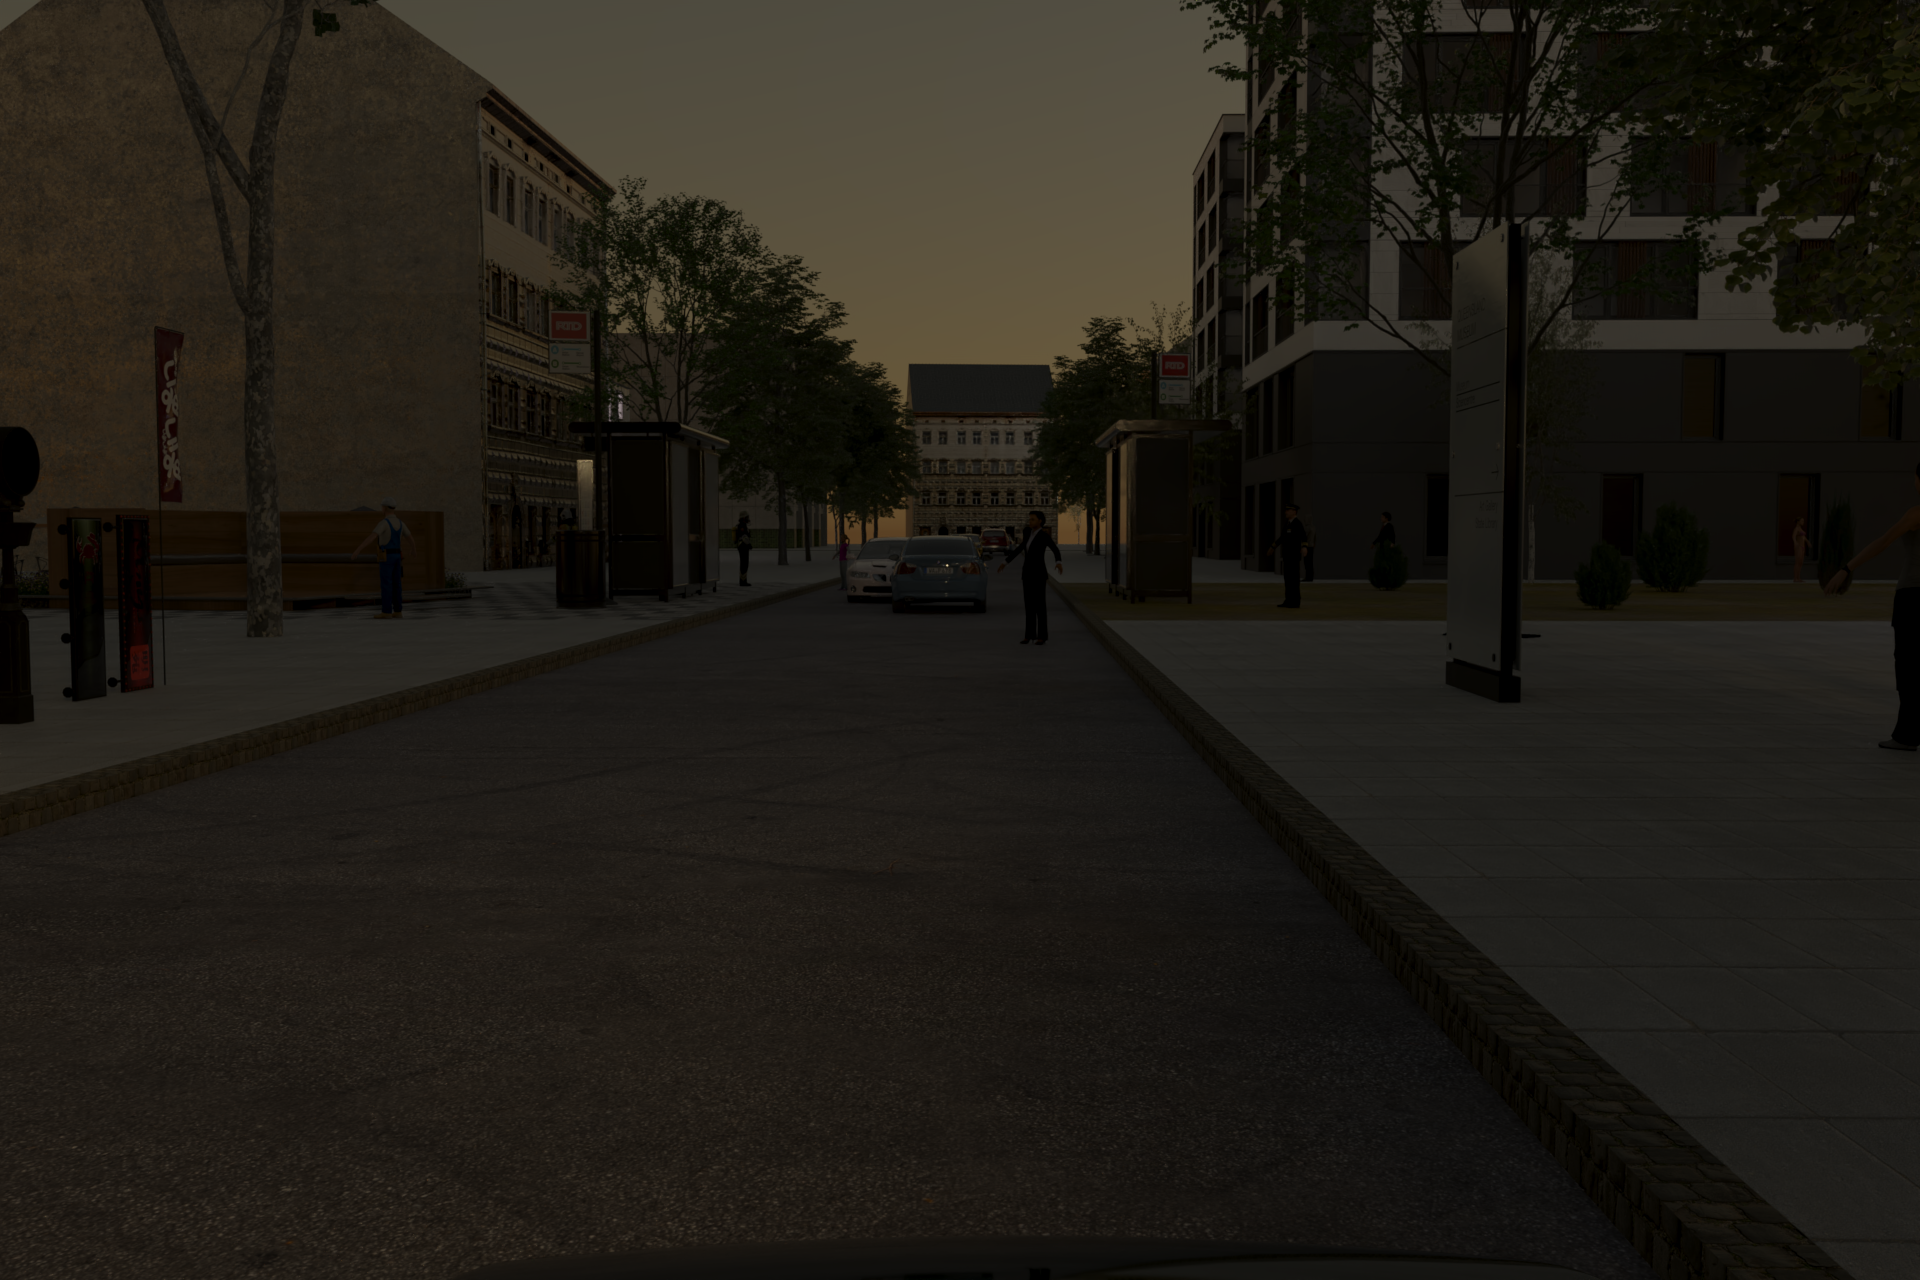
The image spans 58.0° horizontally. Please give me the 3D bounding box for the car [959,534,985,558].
[{"bbox_3d":[0.520,-5.733,103.965,2.015,1.641,3.980,0,4,1],"label":"car"}]

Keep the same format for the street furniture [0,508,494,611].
[{"bbox_3d":[-13.610,-1.634,33.564,11.010,1.723,9.812,1,4,13],"label":"street furniture"}]

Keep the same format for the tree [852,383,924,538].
[{"bbox_3d":[-6.359,-12.956,129.956,7.486,12.596,7.792,0,3,0],"label":"tree"}]

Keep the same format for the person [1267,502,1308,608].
[{"bbox_3d":[5.757,-1.483,30.184,0.705,1.837,1.347,-1,4,-17],"label":"person"}]

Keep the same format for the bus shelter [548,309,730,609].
[{"bbox_3d":[-6.230,-3.431,33.734,2.179,5.291,8.768,0,4,1],"label":"bus shelter"}]

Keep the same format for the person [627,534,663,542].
[{"bbox_3d":[-7.450,-2.115,41.044,1.216,1.772,0.721,-3,5,-43],"label":"person"}]

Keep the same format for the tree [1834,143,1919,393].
[{"bbox_3d":[15.635,-4.700,27.205,4.737,8.622,4.395,0,3,0],"label":"tree"}]

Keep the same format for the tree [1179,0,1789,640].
[{"bbox_3d":[6.592,-5.850,21.406,9.928,11.665,9.643,0,3,0],"label":"tree"}]

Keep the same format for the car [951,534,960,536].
[{"bbox_3d":[0.046,-6.489,117.894,2.131,1.459,4.920,0,4,2],"label":"car"}]

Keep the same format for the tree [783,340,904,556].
[{"bbox_3d":[-7.125,-11.260,102.223,7.486,12.596,7.792,0,3,0],"label":"tree"}]

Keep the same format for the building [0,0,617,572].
[{"bbox_3d":[-25.133,-14.486,67.777,19.493,23.208,18.063,0,4,2],"label":"building"}]

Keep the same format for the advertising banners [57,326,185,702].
[{"bbox_3d":[-6.757,-1.096,14.104,0.090,3.025,2.074,0,4,1],"label":"advertising banners"}]

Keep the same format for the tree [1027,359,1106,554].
[{"bbox_3d":[7.983,-11.893,112.572,7.486,12.596,7.792,0,3,0],"label":"tree"}]

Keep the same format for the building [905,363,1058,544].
[{"bbox_3d":[2.454,-23.800,222.507,18.063,23.208,19.493,0,4,-4],"label":"building"}]

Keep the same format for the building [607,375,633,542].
[{"bbox_3d":[-22.165,-9.253,93.428,9.099,9.664,28.070,0,4,1],"label":"building"}]

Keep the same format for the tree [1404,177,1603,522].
[{"bbox_3d":[11.569,-5.234,35.936,4.360,8.622,3.978,0,3,0],"label":"tree"}]

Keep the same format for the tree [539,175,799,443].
[{"bbox_3d":[-8.241,-7.624,50.400,9.928,11.665,9.643,0,3,0],"label":"tree"}]

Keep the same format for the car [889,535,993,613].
[{"bbox_3d":[-0.368,-1.272,32.794,2.014,1.417,4.499,0,4,0],"label":"car"}]

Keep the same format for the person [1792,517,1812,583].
[{"bbox_3d":[22.290,-2.388,45.840,0.721,1.733,1.217,3,5,42],"label":"person"}]

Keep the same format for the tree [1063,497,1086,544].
[{"bbox_3d":[15.304,-16.456,219.409,4.360,8.622,3.978,0,3,0],"label":"tree"}]

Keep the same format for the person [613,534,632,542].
[{"bbox_3d":[-11.477,-3.278,59.814,1.346,1.802,0.704,1,4,13],"label":"person"}]

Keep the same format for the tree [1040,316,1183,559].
[{"bbox_3d":[7.874,-10.562,90.809,7.486,12.596,7.792,0,3,0],"label":"tree"}]

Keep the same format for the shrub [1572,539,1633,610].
[{"bbox_3d":[10.927,-1.121,29.446,1.383,1.207,1.383,0,3,0],"label":"shrub"}]

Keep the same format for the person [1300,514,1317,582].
[{"bbox_3d":[9.322,-2.468,46.472,0.705,1.813,1.348,2,4,32],"label":"person"}]

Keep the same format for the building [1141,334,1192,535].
[{"bbox_3d":[26.820,-20.449,165.263,19.493,23.208,18.063,0,4,2],"label":"building"}]

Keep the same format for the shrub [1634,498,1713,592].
[{"bbox_3d":[15.751,-2.097,38.320,1.661,2.075,1.752,0,3,0],"label":"shrub"}]

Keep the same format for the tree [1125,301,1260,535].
[{"bbox_3d":[6.988,-6.373,54.557,4.737,8.622,4.395,0,3,0],"label":"tree"}]

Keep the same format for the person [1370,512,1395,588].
[{"bbox_3d":[10.202,-2.167,41.616,0.705,1.806,1.347,0,4,-8],"label":"person"}]

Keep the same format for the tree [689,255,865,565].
[{"bbox_3d":[-7.495,-9.329,70.663,7.486,12.596,7.792,0,3,0],"label":"tree"}]

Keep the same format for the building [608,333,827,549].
[{"bbox_3d":[-22.731,-18.448,168.086,16.747,18.905,31.486,0,4,1],"label":"building"}]

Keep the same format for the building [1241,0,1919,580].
[{"bbox_3d":[24.121,-13.457,63.989,27.936,21.610,32.646,0,4,1],"label":"building"}]

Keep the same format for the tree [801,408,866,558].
[{"bbox_3d":[-6.762,-8.734,93.169,4.737,8.622,4.395,0,3,0],"label":"tree"}]

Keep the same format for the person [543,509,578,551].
[{"bbox_3d":[-9.224,-2.128,40.566,0.705,1.858,1.354,2,4,29],"label":"person"}]

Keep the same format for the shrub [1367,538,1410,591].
[{"bbox_3d":[9.685,-1.714,39.146,1.383,1.207,1.383,0,3,0],"label":"shrub"}]

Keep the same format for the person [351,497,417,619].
[{"bbox_3d":[-8.695,-1.254,26.354,0.705,1.847,1.347,2,4,24],"label":"person"}]

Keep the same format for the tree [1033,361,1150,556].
[{"bbox_3d":[8.143,-10.847,103.098,9.928,11.665,9.643,0,3,0],"label":"tree"}]

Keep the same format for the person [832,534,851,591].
[{"bbox_3d":[-3.000,-1.964,43.841,0.599,1.433,0.991,-2,4,-28],"label":"person"}]

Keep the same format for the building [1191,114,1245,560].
[{"bbox_3d":[27.173,-15.686,100.441,27.936,21.610,32.646,0,4,2],"label":"building"}]

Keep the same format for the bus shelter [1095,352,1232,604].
[{"bbox_3d":[3.993,-3.564,35.902,2.179,5.291,8.768,0,4,1],"label":"bus shelter"}]

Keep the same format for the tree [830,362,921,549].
[{"bbox_3d":[-6.247,-12.035,114.906,7.486,12.596,7.792,0,3,0],"label":"tree"}]

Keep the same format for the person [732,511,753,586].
[{"bbox_3d":[-5.277,-2.248,42.534,0.705,1.856,1.354,-1,4,-12],"label":"person"}]

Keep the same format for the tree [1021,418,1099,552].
[{"bbox_3d":[9.613,-13.115,124.794,12.009,13.543,11.850,0,3,0],"label":"tree"}]

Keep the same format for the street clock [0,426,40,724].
[{"bbox_3d":[-6.433,-0.437,11.709,0.358,2.002,0.471,0,4,1],"label":"street clock"}]

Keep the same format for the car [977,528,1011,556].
[{"bbox_3d":[2.251,-6.512,115.140,2.281,1.827,5.304,0,4,1],"label":"car"}]

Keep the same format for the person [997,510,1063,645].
[{"bbox_3d":[0.920,-0.812,22.453,0.721,1.740,1.216,-3,5,-39],"label":"person"}]

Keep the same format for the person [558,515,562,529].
[{"bbox_3d":[-10.579,-2.468,46.493,0.704,1.843,1.345,0,4,6],"label":"person"}]

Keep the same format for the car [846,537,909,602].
[{"bbox_3d":[-1.406,-1.560,37.860,2.083,1.381,4.827,0,4,2],"label":"car"}]

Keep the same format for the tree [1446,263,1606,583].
[{"bbox_3d":[15.066,-5.797,45.144,4.360,8.622,3.978,0,3,0],"label":"tree"}]

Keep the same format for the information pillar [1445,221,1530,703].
[{"bbox_3d":[4.207,-1.380,13.877,0.184,3.620,1.656,0,4,2],"label":"information pillar"}]

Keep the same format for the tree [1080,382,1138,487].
[{"bbox_3d":[7.699,-8.170,83.941,4.360,8.622,3.978,0,3,0],"label":"tree"}]

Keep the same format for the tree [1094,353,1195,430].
[{"bbox_3d":[7.692,-7.397,71.306,4.737,8.622,4.395,0,3,0],"label":"tree"}]

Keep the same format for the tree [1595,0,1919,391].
[{"bbox_3d":[6.209,-5.460,7.396,7.486,12.596,7.792,0,3,0],"label":"tree"}]

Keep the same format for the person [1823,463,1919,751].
[{"bbox_3d":[5.719,-0.217,10.356,1.217,1.737,0.721,-1,4,-14],"label":"person"}]

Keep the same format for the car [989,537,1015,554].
[{"bbox_3d":[2.953,-6.881,124.502,2.014,1.417,4.499,0,4,0],"label":"car"}]

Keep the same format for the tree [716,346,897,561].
[{"bbox_3d":[-7.164,-8.998,81.523,8.767,10.594,7.601,-1,4,-9],"label":"tree"}]

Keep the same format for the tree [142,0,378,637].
[{"bbox_3d":[-9.893,-10.159,21.981,12.611,20.169,13.585,0,3,0],"label":"tree"}]
